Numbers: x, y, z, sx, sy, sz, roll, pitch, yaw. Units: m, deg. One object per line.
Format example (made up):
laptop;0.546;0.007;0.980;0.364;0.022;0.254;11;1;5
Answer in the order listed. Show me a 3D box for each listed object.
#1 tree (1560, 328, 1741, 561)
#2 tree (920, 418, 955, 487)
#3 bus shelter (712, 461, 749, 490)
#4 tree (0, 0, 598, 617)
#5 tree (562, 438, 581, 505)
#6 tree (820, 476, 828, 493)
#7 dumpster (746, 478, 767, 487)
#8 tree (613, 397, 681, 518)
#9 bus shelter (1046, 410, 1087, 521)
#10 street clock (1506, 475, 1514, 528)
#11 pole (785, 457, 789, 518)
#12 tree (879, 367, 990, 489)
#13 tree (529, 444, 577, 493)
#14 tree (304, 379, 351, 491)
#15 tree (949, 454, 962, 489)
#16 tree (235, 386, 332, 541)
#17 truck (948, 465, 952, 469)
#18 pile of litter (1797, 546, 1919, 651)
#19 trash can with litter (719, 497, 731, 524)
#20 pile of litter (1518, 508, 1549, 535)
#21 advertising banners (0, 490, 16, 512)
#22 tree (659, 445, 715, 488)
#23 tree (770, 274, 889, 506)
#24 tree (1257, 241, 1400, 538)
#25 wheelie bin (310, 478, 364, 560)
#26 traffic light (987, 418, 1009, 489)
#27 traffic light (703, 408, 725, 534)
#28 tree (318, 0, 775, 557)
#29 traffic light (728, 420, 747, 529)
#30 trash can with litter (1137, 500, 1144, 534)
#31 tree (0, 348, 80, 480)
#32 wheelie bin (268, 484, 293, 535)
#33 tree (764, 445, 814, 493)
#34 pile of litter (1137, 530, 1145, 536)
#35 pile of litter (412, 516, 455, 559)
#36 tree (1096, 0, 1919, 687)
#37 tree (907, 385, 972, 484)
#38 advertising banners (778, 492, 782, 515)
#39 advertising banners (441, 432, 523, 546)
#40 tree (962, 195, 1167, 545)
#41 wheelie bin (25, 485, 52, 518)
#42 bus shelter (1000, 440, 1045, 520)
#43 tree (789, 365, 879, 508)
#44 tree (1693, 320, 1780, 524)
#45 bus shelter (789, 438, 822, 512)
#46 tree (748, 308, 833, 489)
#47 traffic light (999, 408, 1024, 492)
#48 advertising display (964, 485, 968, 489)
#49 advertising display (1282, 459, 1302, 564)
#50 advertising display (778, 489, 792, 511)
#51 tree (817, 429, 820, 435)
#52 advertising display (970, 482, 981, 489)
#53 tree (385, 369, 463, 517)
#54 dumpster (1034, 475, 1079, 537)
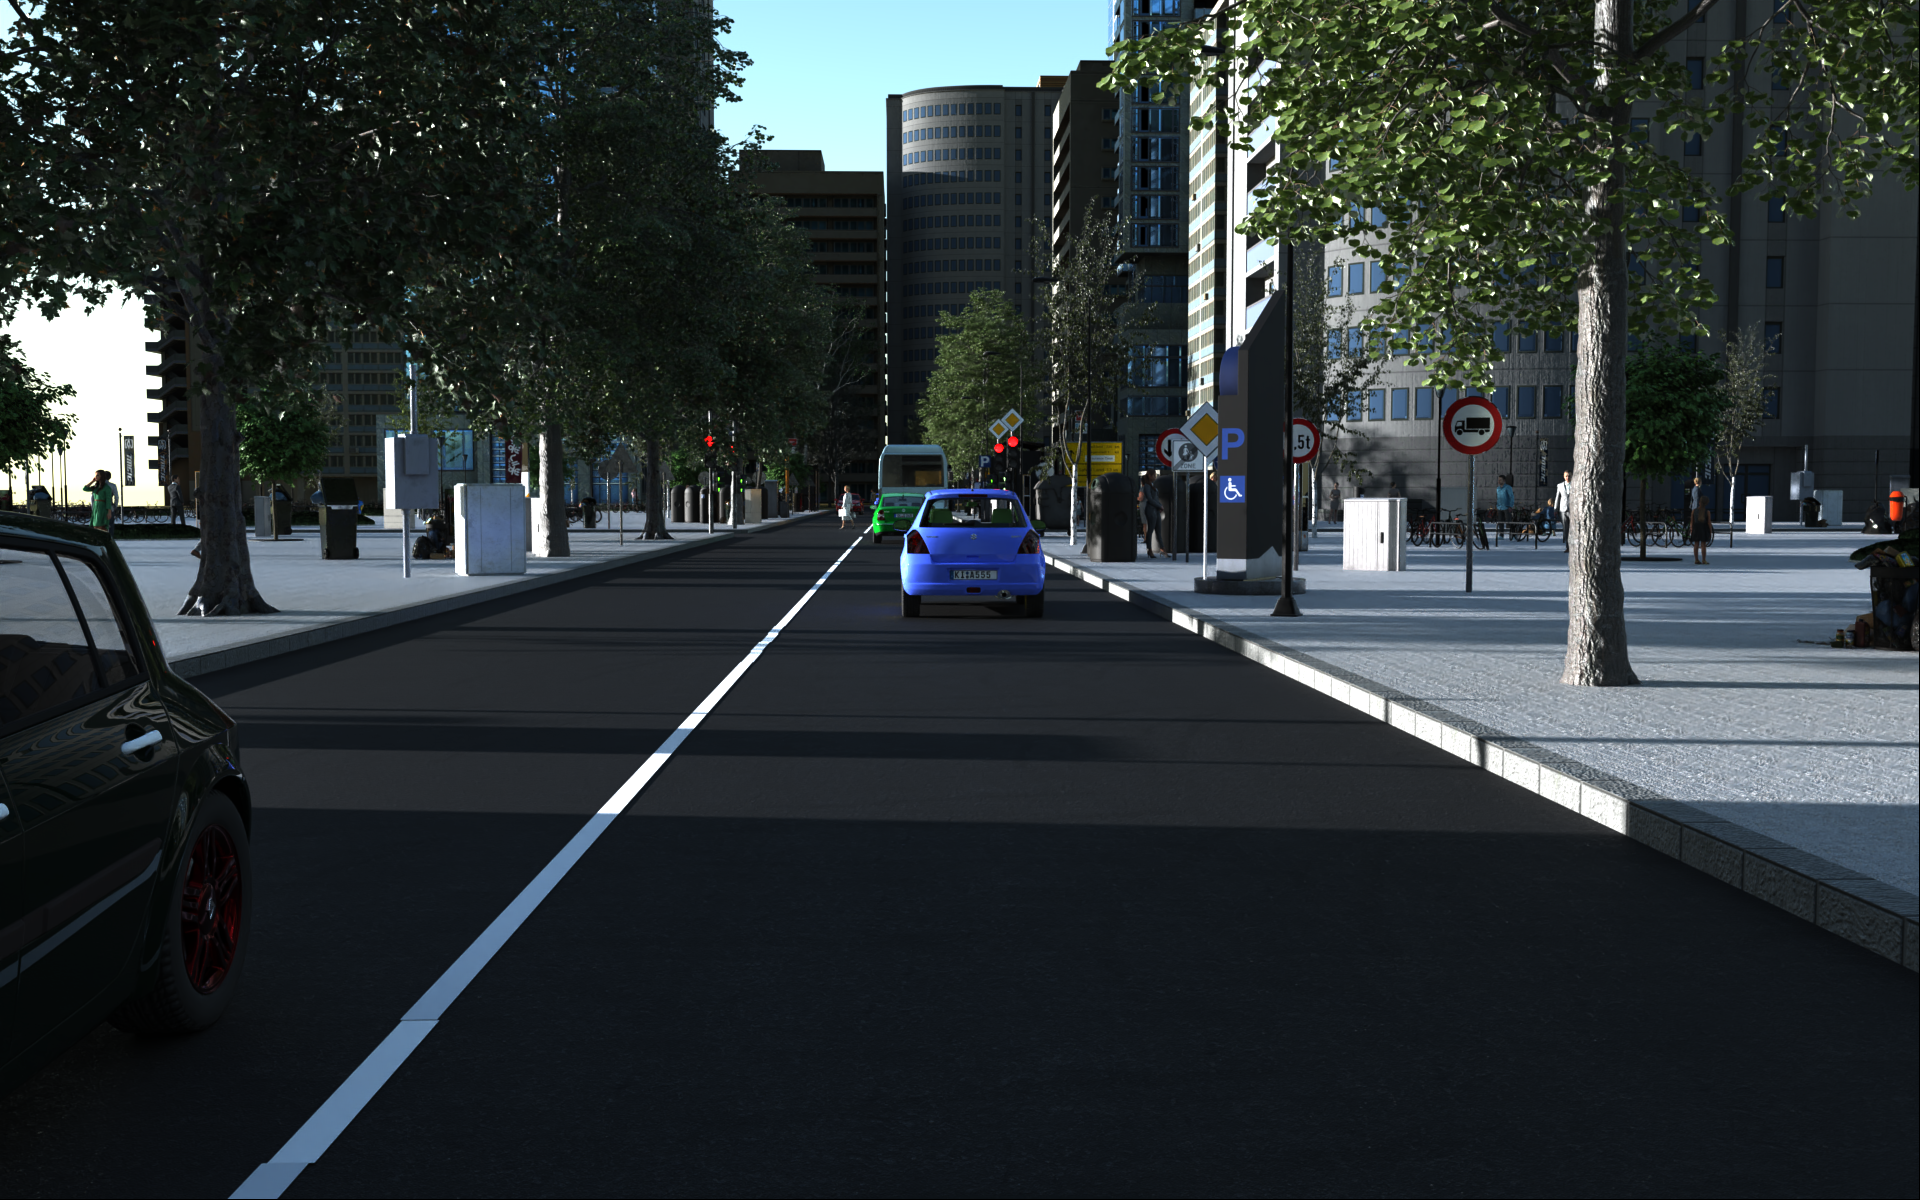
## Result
tree;13.384;-3.053;33.636;4.285;4.588;4.351;0;3;0
tree;-0.739;-11.310;135.287;4.737;8.622;4.395;0;3;0
bus shelter;-14.172;-7.751;104.354;2.179;5.291;8.768;0;4;-2
tree;-7.968;-6.189;18.199;9.611;12.733;9.660;0;3;0
tree;-30.446;-11.280;134.798;4.360;8.622;3.978;0;3;0
tree;-12.990;-9.920;156.794;1.663;3.219;1.824;0;3;0
dumpster;-11.161;-5.709;95.832;1.502;2.255;1.985;0;4;-2
tree;-18.574;-9.377;103.679;4.360;8.622;3.978;0;3;0
bus shelter;5.207;-6.277;80.264;2.179;5.291;8.768;0;4;-2
street clock;20.486;-3.670;64.581;0.358;2.002;0.471;2;4;25
pole;-9.381;-6.131;94.089;0.158;3.312;0.155;0;3;0
tree;-0.524;-15.193;158.773;12.009;13.543;11.850;0;3;0
tree;-23.303;-6.939;97.161;4.285;4.588;4.351;0;3;0
tree;-41.137;-9.786;110.371;4.360;8.622;3.978;0;3;0
tree;0.850;-10.614;123.904;4.360;8.622;3.978;0;3;0
tree;-18.876;-3.912;47.673;4.285;4.588;4.351;0;3;0
truck;-2.024;-5.309;82.734;3.469;3.379;9.791;0;4;-2
pile of litter;7.902;-0.029;14.432;1.176;0.858;1.719;-1;4;-19
trash can with litter;-10.126;-3.909;75.302;0.624;1.170;1.055;-3;5;-43
pile of litter;17.987;-2.486;54.612;1.176;0.858;1.719;1;4;13
advertising banners;-30.667;-3.545;54.154;2.074;3.025;0.090;-1;4;-10
tree;-17.971;-7.836;111.825;4.285;4.588;4.351;0;3;0
tree;-12.157;-17.397;140.330;12.611;20.169;13.585;0;3;0
tree;10.394;-6.103;50.143;4.360;8.622;3.978;0;3;0
wheelie bin;-12.285;-1.603;34.117;0.980;1.594;0.693;-2;4;-34
traffic light;1.416;-4.624;64.526;0.839;4.253;0.868;0;4;-2
traffic light;-8.066;-4.115;56.198;0.839;4.253;0.868;0;4;-2
tree;-8.261;-7.860;35.171;9.857;13.997;8.962;0;3;0
traffic light;-8.339;-4.603;64.178;0.839;4.253;0.868;0;4;-2
trash can with litter;5.559;-2.680;55.210;0.624;1.170;1.055;-2;4;-35
tree;-18.295;-2.955;32.024;4.285;4.588;4.351;0;3;0
wheelie bin;-21.401;-2.850;54.511;0.693;1.594;0.980;-2;4;-32
tree;-11.405;-8.046;115.258;4.285;4.588;4.351;0;3;0
pile of litter;6.095;-2.372;52.747;1.719;0.858;1.176;1;4;9
pile of litter;-10.265;-1.271;34.749;1.176;0.858;1.719;2;4;35
tree;4.278;-5.676;10.931;7.486;12.596;7.792;0;3;0
tree;-1.789;-17.895;199.238;9.857;13.997;8.962;0;3;0
advertising banners;-11.689;-6.670;105.234;2.074;3.025;0.090;2;4;30
advertising banners;-11.872;-2.876;43.211;2.074;3.025;0.090;-1;4;-18
tree;2.996;-5.708;43.687;4.360;8.622;3.978;0;3;0
wheelie bin;-33.417;-3.361;62.852;0.980;1.594;0.693;2;4;24
bus shelter;2.779;-5.277;77.566;1.731;3.624;6.357;0;4;-2
tree;-12.320;-15.538;164.422;12.009;13.543;11.850;0;3;0
tree;32.965;-7.559;73.946;4.360;8.622;3.978;0;3;0
bus shelter;-11.377;-9.129;126.897;2.179;5.291;8.768;0;4;-2
tree;-9.670;-9.216;85.097;7.601;10.594;8.767;0;4;0
traffic light;1.689;-4.136;56.546;0.839;4.253;0.868;0;4;-2
advertising display;0.770;-7.064;120.707;0.974;1.923;0.123;1;4;20
advertising display;5.770;-1.624;31.758;0.974;1.923;0.123;0;4;0
advertising display;-13.096;-7.608;129.601;0.974;1.923;0.123;0;4;7
tree;-8.784;-8.060;48.797;9.611;12.733;9.660;0;3;0
advertising display;1.151;-5.173;89.788;0.974;1.923;0.123;-1;4;-17
tree;-29.983;-8.919;96.184;4.737;8.622;4.395;0;3;0
dumpster;2.900;-2.831;52.048;1.264;1.857;1.865;0;4;-2
